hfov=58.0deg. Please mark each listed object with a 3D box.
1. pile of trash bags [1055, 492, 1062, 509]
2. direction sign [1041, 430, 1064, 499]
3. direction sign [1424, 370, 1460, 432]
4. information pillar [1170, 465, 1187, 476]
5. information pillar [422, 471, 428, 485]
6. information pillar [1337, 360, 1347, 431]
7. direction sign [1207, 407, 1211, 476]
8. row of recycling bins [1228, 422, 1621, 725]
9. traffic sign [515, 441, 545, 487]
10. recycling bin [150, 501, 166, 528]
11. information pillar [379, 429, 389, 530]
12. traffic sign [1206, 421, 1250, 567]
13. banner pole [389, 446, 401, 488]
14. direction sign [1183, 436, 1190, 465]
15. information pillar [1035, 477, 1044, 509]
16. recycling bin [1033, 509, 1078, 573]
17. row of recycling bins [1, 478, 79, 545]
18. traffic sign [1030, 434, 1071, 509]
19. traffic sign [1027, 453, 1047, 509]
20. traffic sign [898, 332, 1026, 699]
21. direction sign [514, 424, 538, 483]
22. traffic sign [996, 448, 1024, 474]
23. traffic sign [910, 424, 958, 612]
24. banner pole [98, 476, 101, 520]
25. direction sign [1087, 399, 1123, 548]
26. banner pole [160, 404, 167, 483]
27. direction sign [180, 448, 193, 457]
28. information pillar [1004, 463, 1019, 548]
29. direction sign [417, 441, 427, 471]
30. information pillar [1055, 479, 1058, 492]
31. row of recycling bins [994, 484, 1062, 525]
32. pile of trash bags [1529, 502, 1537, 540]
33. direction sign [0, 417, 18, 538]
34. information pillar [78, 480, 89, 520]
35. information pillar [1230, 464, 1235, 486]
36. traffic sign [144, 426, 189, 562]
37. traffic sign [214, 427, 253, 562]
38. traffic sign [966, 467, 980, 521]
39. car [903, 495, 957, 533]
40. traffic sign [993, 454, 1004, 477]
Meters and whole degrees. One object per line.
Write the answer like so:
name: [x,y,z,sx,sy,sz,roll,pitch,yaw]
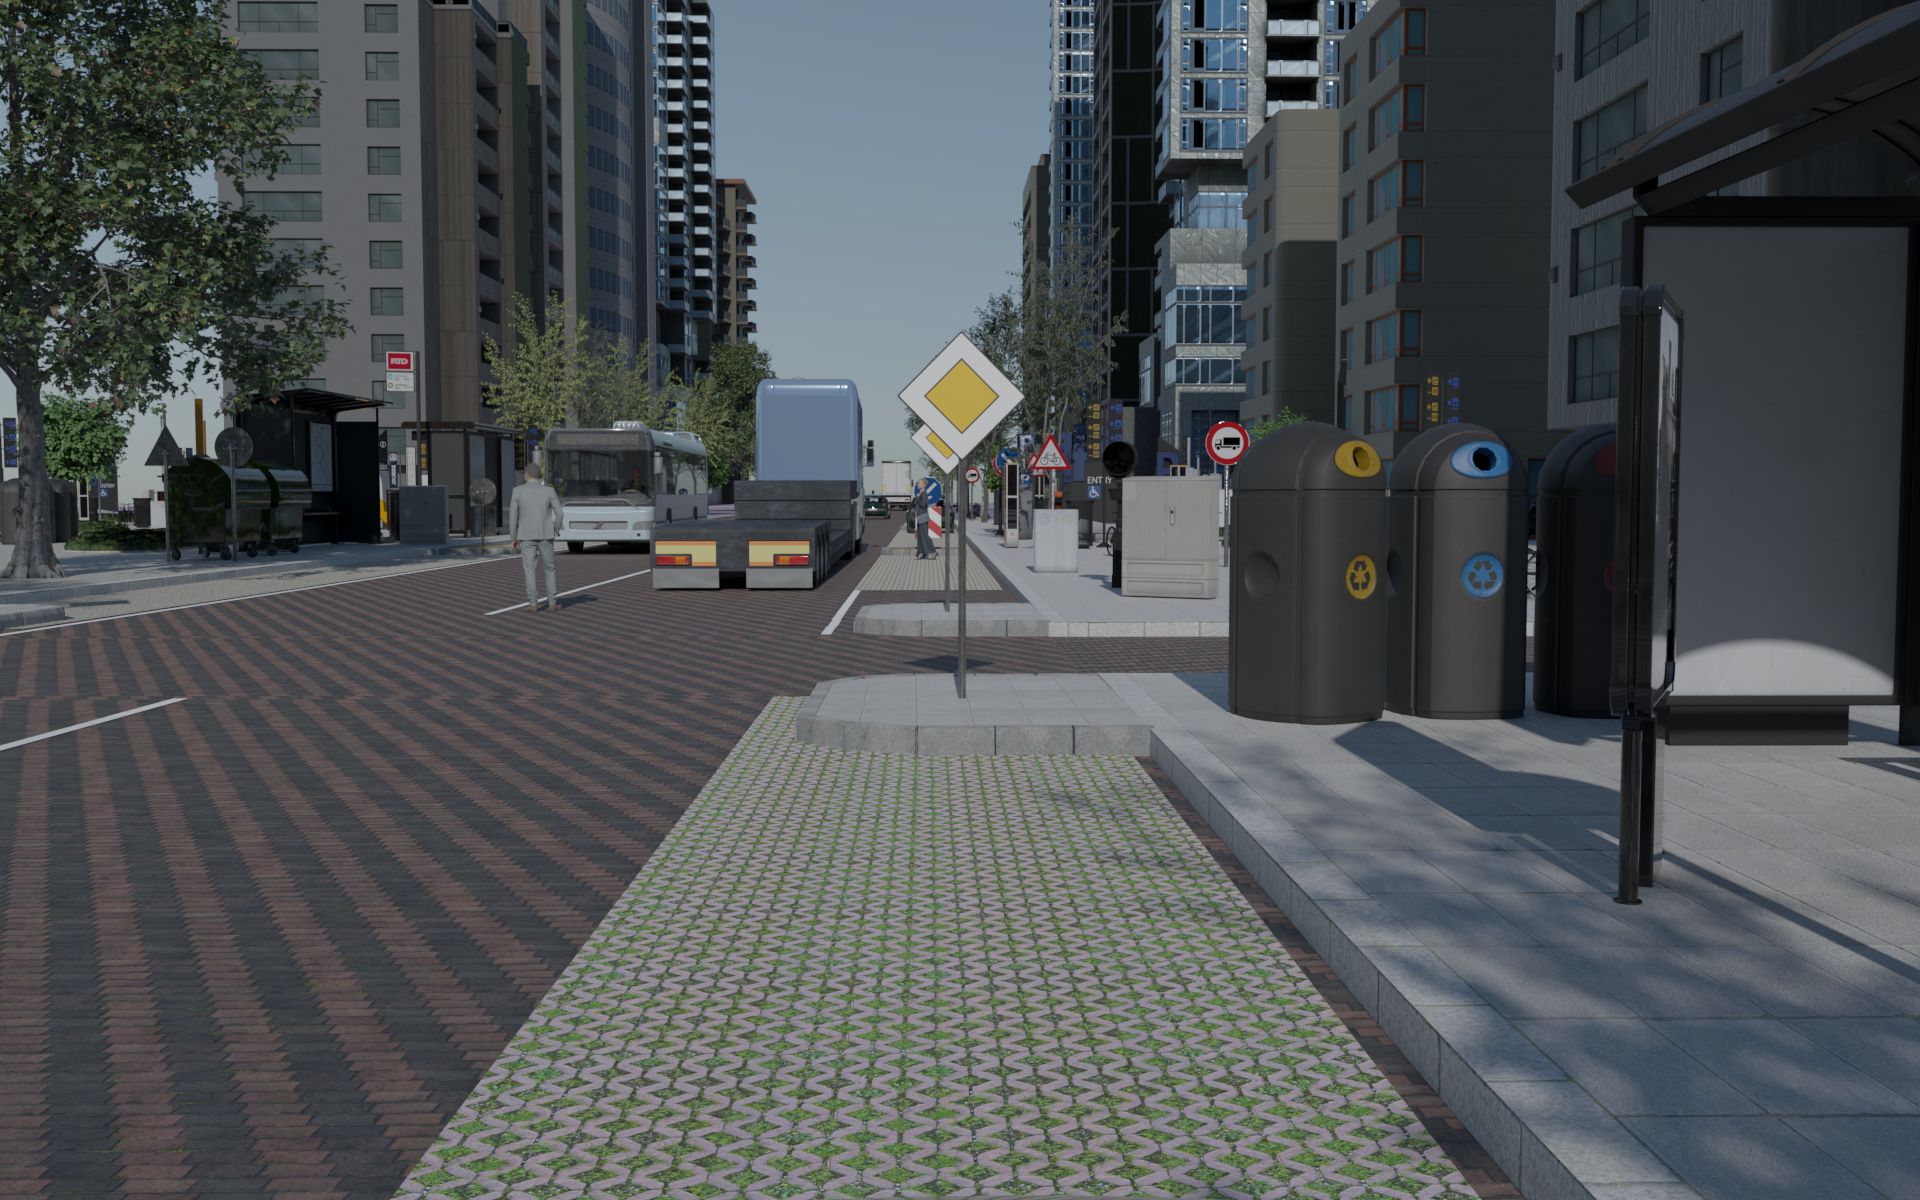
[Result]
pile of trash bags: [4.634,-3.593,68.502,1.912,1.369,3.447,2,4,30]
direction sign: [3.303,-4.221,61.009,0.876,3.537,0.379,0,4,-1]
direction sign: [8.857,-2.440,31.883,0.876,3.537,0.379,-2,4,-32]
information pillar: [5.581,-2.433,44.277,0.304,2.012,0.304,-3,5,-40]
information pillar: [-23.128,-5.102,74.766,0.504,3.616,0.183,0,4,-3]
information pillar: [6.612,-2.367,30.062,0.183,3.616,0.504,1,4,21]
direction sign: [6.532,-3.270,45.461,0.379,3.537,0.876,0,4,4]
row of recycling bins: [3.330,-0.185,10.142,3.534,1.692,1.069,0,4,-5]
traffic sign: [-16.010,-4.435,66.384,2.265,3.308,0.079,0,4,3]
recycling bin: [-28.295,-3.006,61.705,0.722,1.027,0.722,1,4,19]
information pillar: [-20.842,-4.348,62.445,0.504,3.616,0.183,0,4,-4]
traffic sign: [4.661,-1.845,30.264,0.768,2.556,0.104,0,4,-1]
banner pole: [-29.193,-6.099,89.729,0.863,3.779,0.401,1,4,15]
direction sign: [8.884,-4.650,68.027,0.379,3.537,0.876,0,4,-7]
information pillar: [3.061,-3.840,67.270,0.304,2.012,0.304,3,5,40]
recycling bin: [1.570,-0.976,28.505,0.722,1.027,0.722,0,4,1]
row of recycling bins: [-24.080,-2.344,45.434,1.069,1.692,3.534,0,4,-7]
traffic sign: [1.967,-2.296,37.550,0.884,2.594,0.081,0,4,7]
traffic sign: [2.299,-3.286,53.724,0.884,2.594,0.081,0,4,0]
traffic sign: [0.010,-0.438,10.812,0.795,2.450,0.064,0,4,-1]
direction sign: [-14.145,-3.946,56.520,0.379,3.537,0.876,3,5,40]
traffic sign: [1.365,-2.902,47.561,0.768,2.556,0.104,0,4,7]
traffic sign: [-0.139,-0.927,18.796,0.795,2.450,0.064,0,4,-1]
banner pole: [-36.474,-5.102,73.438,0.401,3.779,0.863,-1,4,-19]
direction sign: [3.464,-3.031,41.548,0.876,3.537,0.379,-1,4,-10]
banner pole: [-22.136,-3.558,48.189,0.401,3.779,0.863,-2,4,-35]
direction sign: [-37.775,-5.652,84.403,0.379,3.537,0.876,3,4,37]
information pillar: [1.216,-2.232,40.987,0.304,2.012,0.304,0,4,-7]
direction sign: [-17.754,-4.036,57.989,0.876,3.537,0.379,1,4,12]
information pillar: [4.530,-4.819,83.286,0.304,2.012,0.304,1,4,21]
row of recycling bins: [3.146,-3.930,71.374,3.534,1.692,1.069,0,4,3]
pile of trash bags: [15.063,-2.369,48.493,3.447,1.369,1.912,0,4,4]
direction sign: [-28.351,-3.622,51.212,0.876,3.537,0.379,-1,4,-19]
information pillar: [-30.544,-3.417,60.354,0.304,2.012,0.304,-2,4,-30]
information pillar: [14.709,-6.242,93.413,0.183,3.616,0.504,-1,4,-18]
traffic sign: [-15.062,-2.011,32.882,0.884,2.594,0.081,0,4,5]
traffic sign: [-13.797,-2.005,32.894,0.768,2.556,0.104,0,4,7]
traffic sign: [0.575,-5.067,82.958,0.768,2.556,0.104,0,4,1]
car: [-1.107,-3.314,63.966,2.009,1.686,4.222,0,4,-2]
traffic sign: [1.350,-3.134,51.348,0.768,2.556,0.104,0,4,6]
